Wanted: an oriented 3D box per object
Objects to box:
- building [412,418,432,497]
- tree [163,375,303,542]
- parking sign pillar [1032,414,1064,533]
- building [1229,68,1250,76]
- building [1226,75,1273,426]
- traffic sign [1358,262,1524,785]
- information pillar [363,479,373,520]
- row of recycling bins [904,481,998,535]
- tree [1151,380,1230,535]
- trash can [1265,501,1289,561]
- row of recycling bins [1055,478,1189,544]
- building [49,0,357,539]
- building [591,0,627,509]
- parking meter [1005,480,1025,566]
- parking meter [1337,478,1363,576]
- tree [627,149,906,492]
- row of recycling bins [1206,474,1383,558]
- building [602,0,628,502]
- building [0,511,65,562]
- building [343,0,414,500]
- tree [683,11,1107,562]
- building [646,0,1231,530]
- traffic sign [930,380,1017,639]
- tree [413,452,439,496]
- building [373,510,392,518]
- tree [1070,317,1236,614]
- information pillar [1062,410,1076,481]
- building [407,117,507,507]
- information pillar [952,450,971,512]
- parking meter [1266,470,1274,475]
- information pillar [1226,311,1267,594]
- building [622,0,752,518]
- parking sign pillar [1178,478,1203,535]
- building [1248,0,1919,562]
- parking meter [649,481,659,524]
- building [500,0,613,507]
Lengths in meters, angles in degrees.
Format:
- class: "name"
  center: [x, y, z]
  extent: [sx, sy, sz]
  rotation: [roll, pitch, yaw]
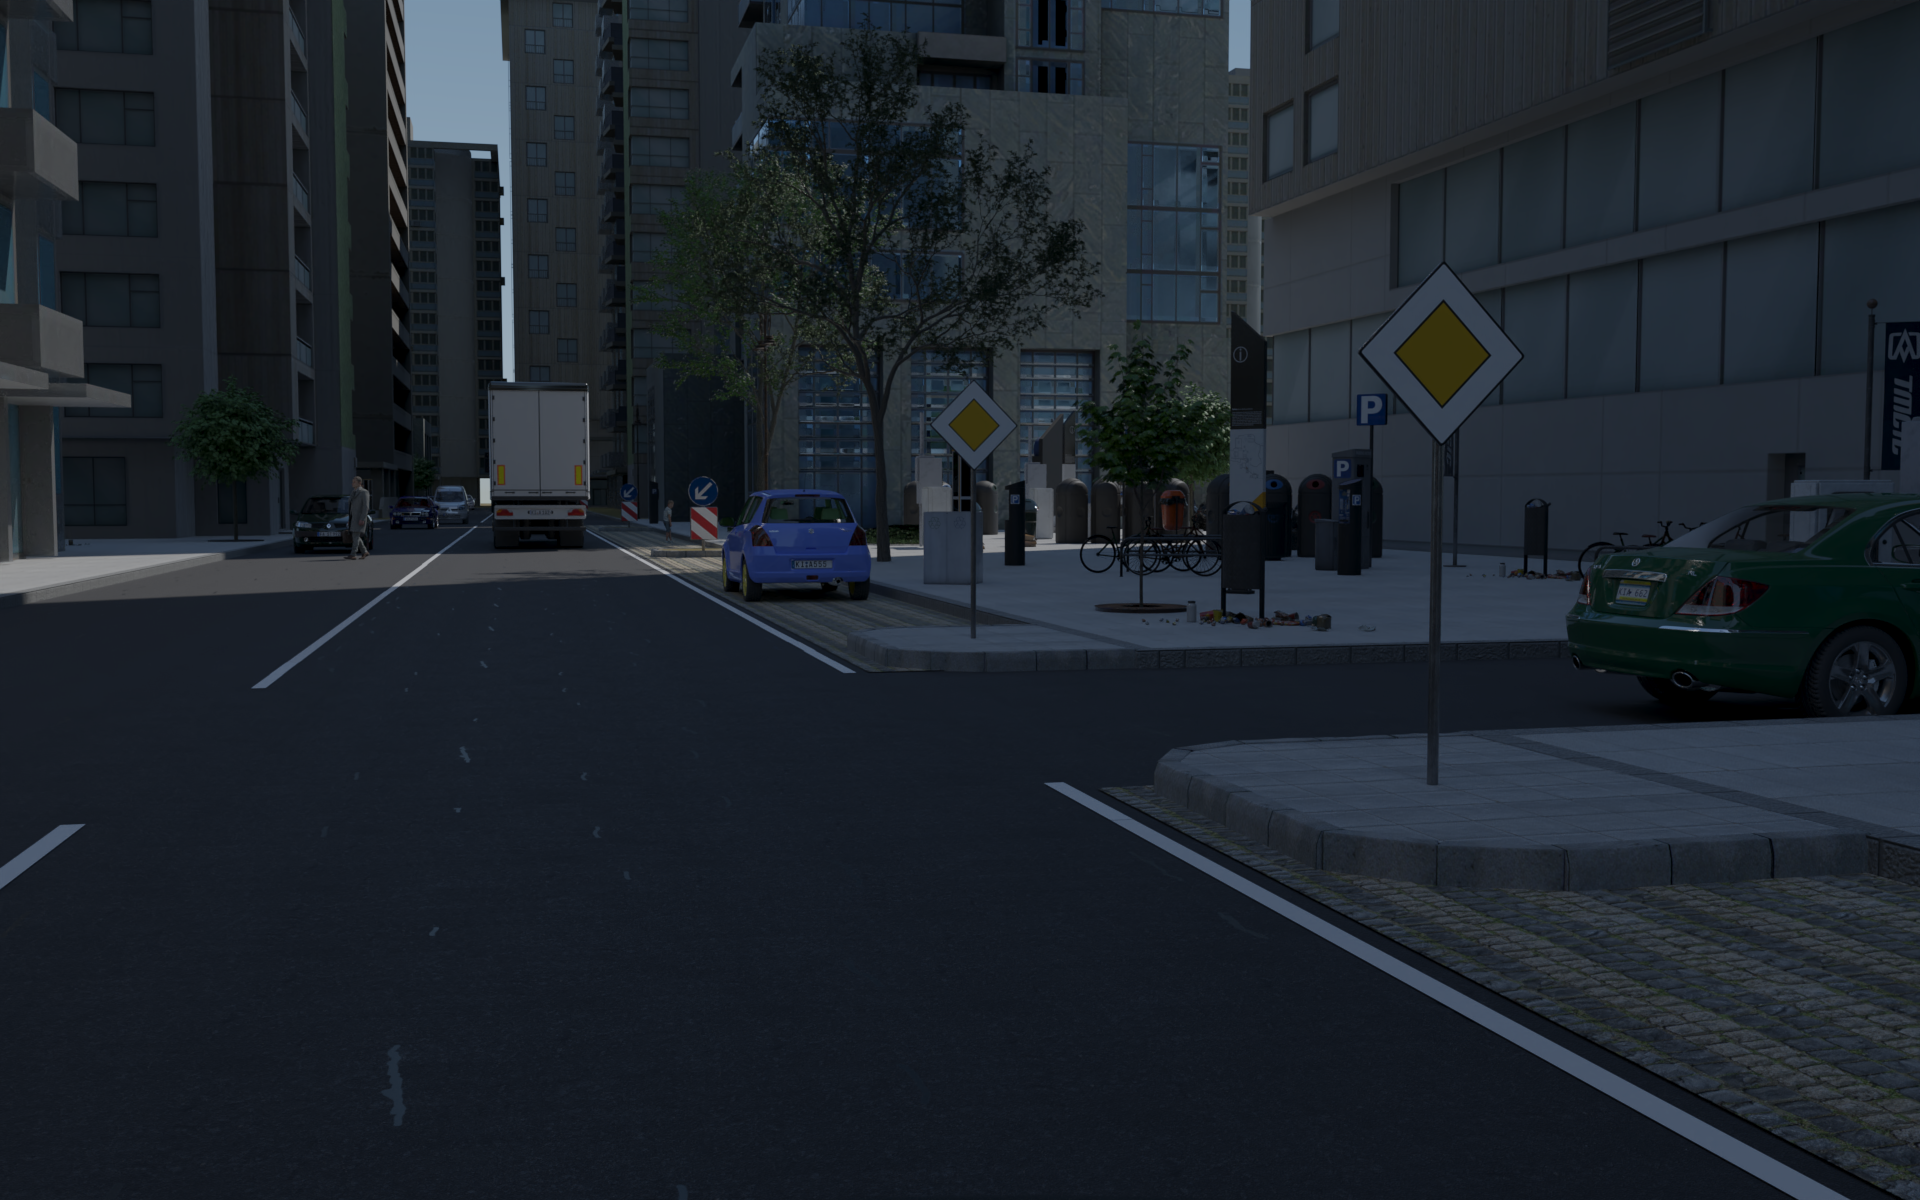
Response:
- class: "building"
  center: [-61.081, -50.785, 143.003]
  extent: [31.000, 86.520, 22.319]
  rotation: [-1, 4, -14]
- class: "tree"
  center: [-19.781, -3.871, 47.005]
  extent: [4.285, 4.588, 4.351]
  rotation: [0, 3, 0]
- class: "parking sign pillar"
  center: [2.927, -4.232, 57.661]
  extent: [1.447, 3.967, 1.447]
  rotation: [3, 4, 36]
- class: "building"
  center: [30.697, -29.830, 171.322]
  extent: [14.086, 41.232, 14.154]
  rotation: [-1, 4, -14]
- class: "building"
  center: [14.565, -28.481, 157.545]
  extent: [23.993, 40.220, 32.217]
  rotation: [-1, 4, -14]
- class: "traffic sign"
  center: [2.084, -0.241, 7.586]
  extent: [0.795, 2.450, 0.064]
  rotation: [-1, 4, -14]
- class: "information pillar"
  center: [-29.294, -4.968, 85.725]
  extent: [0.304, 2.012, 0.304]
  rotation: [1, 4, 17]
- class: "row of recycling bins"
  center: [-0.301, -2.846, 53.652]
  extent: [3.534, 1.692, 1.069]
  rotation: [-3, 5, -41]
- class: "tree"
  center: [6.776, -4.061, 50.104]
  extent: [4.285, 4.588, 4.351]
  rotation: [0, 3, 0]
- class: "trash can"
  center: [5.968, -1.328, 33.373]
  extent: [0.748, 1.137, 0.748]
  rotation: [0, 3, 0]
- class: "row of recycling bins"
  center: [4.260, -2.332, 45.241]
  extent: [3.534, 1.692, 1.069]
  rotation: [-1, 4, -9]
- class: "building"
  center: [-27.171, -22.641, 53.775]
  extent: [14.154, 41.232, 14.086]
  rotation: [-1, 4, -14]
- class: "building"
  center: [-19.712, -32.429, 149.824]
  extent: [23.786, 49.044, 30.456]
  rotation: [-1, 4, -14]
- class: "parking meter"
  center: [0.985, -1.386, 31.074]
  extent: [0.372, 1.533, 0.369]
  rotation: [0, 3, 0]
- class: "parking meter"
  center: [6.166, -1.161, 27.392]
  extent: [0.372, 1.533, 0.369]
  rotation: [0, 3, 0]
- class: "tree"
  center: [-5.738, -7.673, 51.212]
  extent: [9.928, 11.665, 9.643]
  rotation: [0, 3, 0]
- class: "row of recycling bins"
  center: [6.792, -1.724, 35.293]
  extent: [3.534, 1.692, 1.069]
  rotation: [1, 4, 8]
- class: "building"
  center: [-13.324, -28.526, 121.028]
  extent: [22.147, 44.769, 28.867]
  rotation: [-1, 4, -14]
- class: "building"
  center: [-26.188, -24.649, 22.613]
  extent: [23.786, 49.044, 30.456]
  rotation: [-1, 4, -14]
- class: "building"
  center: [-48.851, -30.122, 116.202]
  extent: [21.300, 48.544, 21.600]
  rotation: [-1, 4, -14]
- class: "tree"
  center: [-1.398, -6.026, 32.942]
  extent: [8.767, 10.594, 7.601]
  rotation: [0, 4, 4]
- class: "building"
  center: [-1.499, -46.604, 74.654]
  extent: [22.319, 86.520, 31.000]
  rotation: [-1, 4, -14]
- class: "traffic sign"
  center: [0.116, -0.715, 15.325]
  extent: [0.795, 2.450, 0.064]
  rotation: [-1, 4, -14]
- class: "tree"
  center: [-42.463, -9.297, 135.724]
  extent: [4.285, 4.588, 4.351]
  rotation: [0, 3, 0]
- class: "building"
  center: [-47.805, -24.530, 92.951]
  extent: [32.217, 40.220, 23.993]
  rotation: [-1, 4, -14]
- class: "tree"
  center: [1.945, -1.500, 19.126]
  extent: [1.663, 3.219, 1.824]
  rotation: [0, 3, 0]
- class: "information pillar"
  center: [3.038, -3.475, 48.171]
  extent: [0.183, 3.616, 0.504]
  rotation: [3, 5, 44]
- class: "building"
  center: [-59.692, -29.876, 180.349]
  extent: [23.993, 40.220, 32.217]
  rotation: [-1, 4, -14]
- class: "information pillar"
  center: [0.065, -1.476, 28.625]
  extent: [0.304, 2.012, 0.304]
  rotation: [-2, 4, -23]
- class: "parking meter"
  center: [7.578, -2.269, 42.802]
  extent: [0.255, 1.863, 0.399]
  rotation: [-1, 4, -10]
- class: "information pillar"
  center: [3.667, -1.883, 22.139]
  extent: [0.504, 3.616, 0.183]
  rotation: [3, 4, 36]
- class: "building"
  center: [-12.230, -25.425, 99.297]
  extent: [14.154, 41.232, 14.086]
  rotation: [-1, 4, -14]
- class: "parking sign pillar"
  center: [6.776, -3.970, 53.375]
  extent: [1.447, 3.967, 1.447]
  rotation: [-1, 4, -16]
- class: "building"
  center: [23.481, -27.269, 35.083]
  extent: [27.495, 52.752, 28.713]
  rotation: [-1, 4, -14]
- class: "parking meter"
  center: [-13.225, -4.229, 74.859]
  extent: [0.399, 1.863, 0.255]
  rotation: [-2, 4, -24]
- class: "building"
  center: [-34.314, -36.415, 184.618]
  extent: [27.495, 52.752, 28.713]
  rotation: [-1, 4, -14]
